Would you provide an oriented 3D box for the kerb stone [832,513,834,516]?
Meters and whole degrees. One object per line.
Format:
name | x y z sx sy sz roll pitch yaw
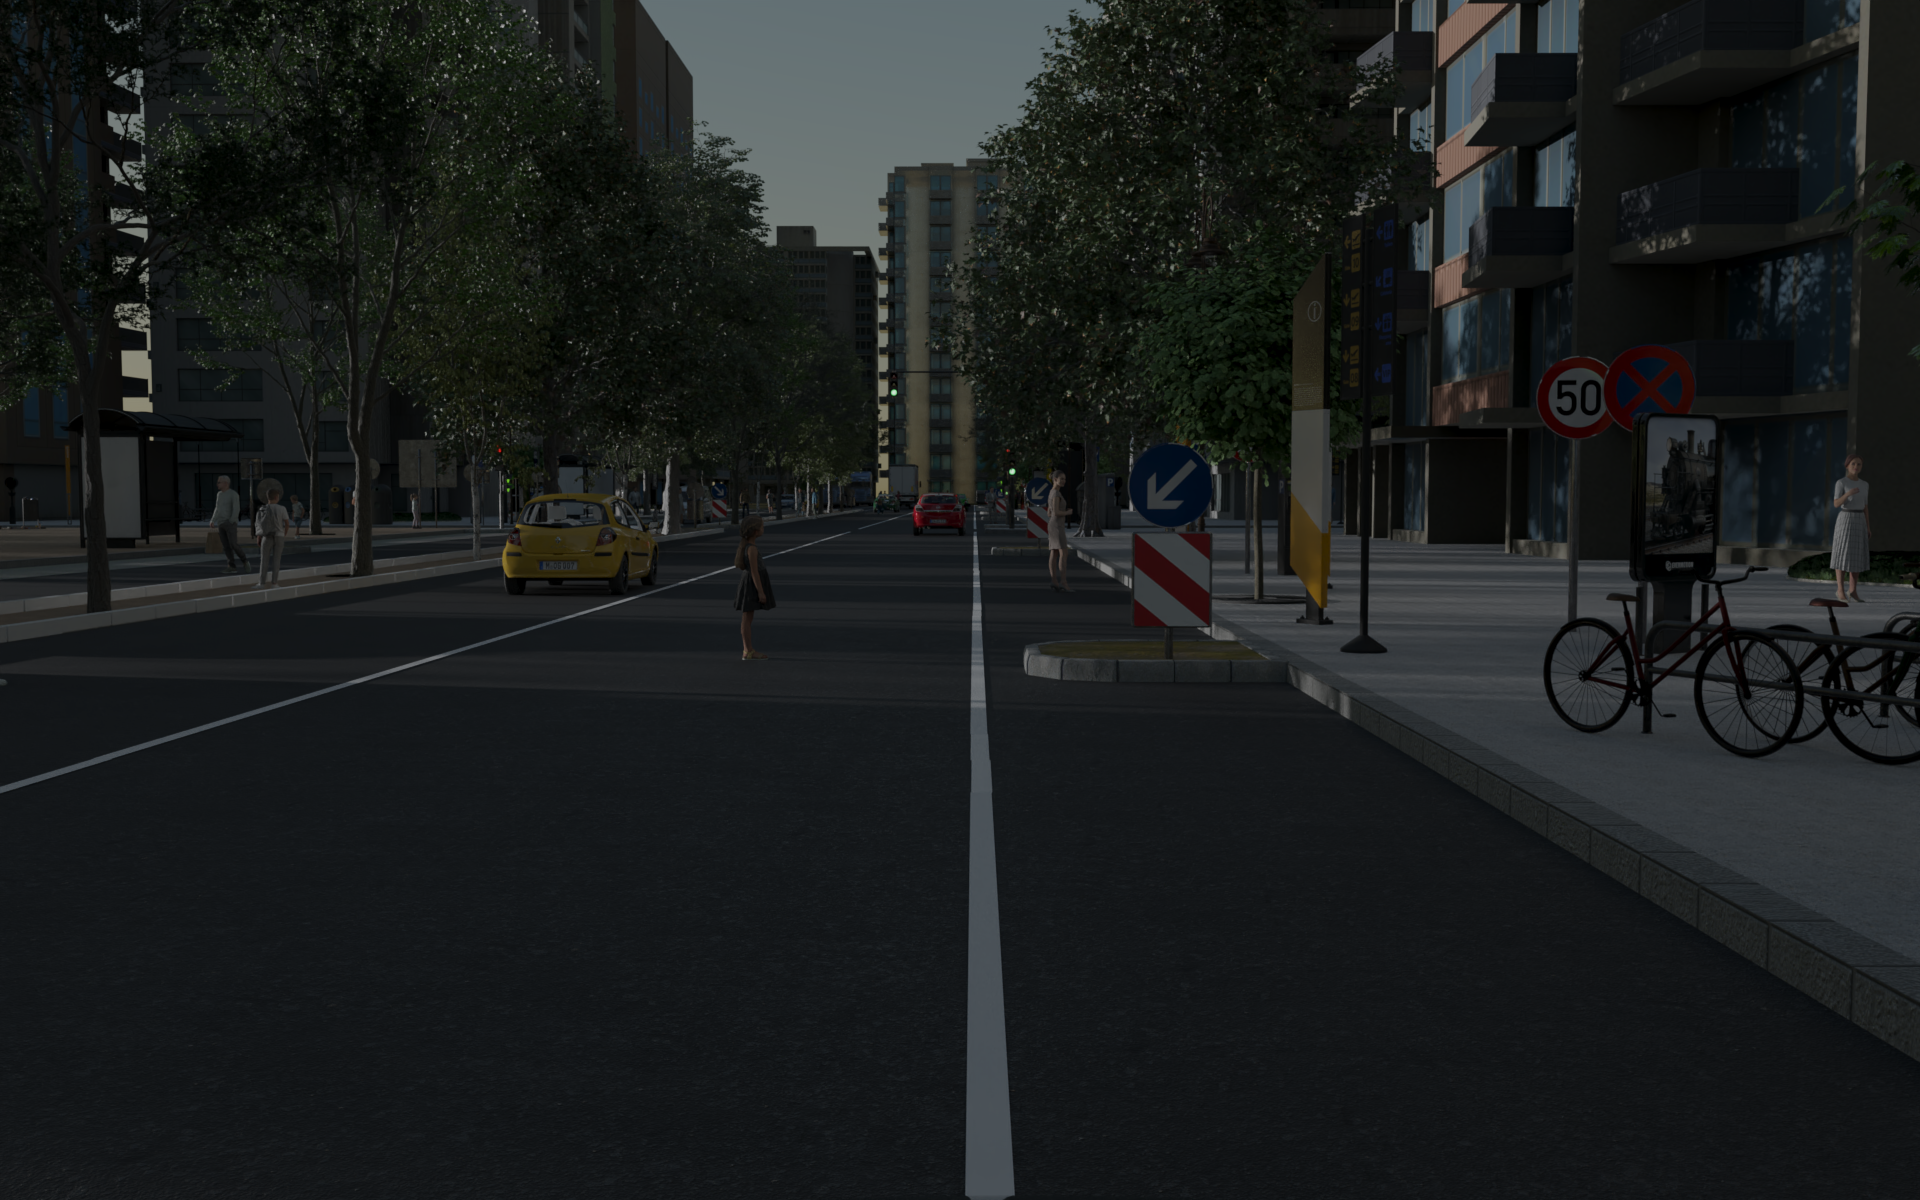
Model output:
kerb stone | -8.514 -5.562 113.173 0.120 0.150 1.000 0 4 0

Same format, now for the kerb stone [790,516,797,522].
kerb stone | -8.700 -4.123 89.612 0.120 0.150 1.000 0 4 0

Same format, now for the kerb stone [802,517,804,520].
kerb stone | -8.671 -4.374 93.715 0.120 0.150 1.000 0 4 0

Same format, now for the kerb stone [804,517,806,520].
kerb stone | -8.663 -4.437 94.738 0.120 0.150 1.000 0 4 0

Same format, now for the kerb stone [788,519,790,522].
kerb stone | -8.731 -3.936 86.542 0.120 0.150 1.000 0 4 0

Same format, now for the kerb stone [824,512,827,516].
kerb stone | -8.553 -5.251 108.054 0.120 0.150 1.000 0 4 0

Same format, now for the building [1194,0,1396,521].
building | 19.496 -19.317 87.540 14.107 30.474 14.160 0 4 0

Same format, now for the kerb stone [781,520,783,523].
kerb stone | -8.754 -3.743 83.466 0.120 0.150 1.000 0 4 0

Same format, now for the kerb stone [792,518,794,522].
kerb stone | -8.709 -4.061 88.590 0.120 0.150 1.000 0 4 0

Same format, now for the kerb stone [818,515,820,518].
kerb stone | -8.595 -4.939 102.942 0.120 0.150 1.000 0 4 0

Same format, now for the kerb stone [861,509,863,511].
kerb stone | -8.271 -7.320 141.882 0.120 0.150 1.000 0 4 0

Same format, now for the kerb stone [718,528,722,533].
kerb stone | -8.920 -2.518 63.368 0.120 0.150 1.000 0 4 0

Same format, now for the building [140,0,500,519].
building | -33.792 -19.675 93.383 14.160 30.474 14.107 0 4 0

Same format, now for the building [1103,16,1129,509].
building | 23.774 -32.740 158.999 21.300 48.544 21.600 0 4 0

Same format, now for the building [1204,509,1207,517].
building | 20.212 -25.674 103.363 14.154 41.232 14.086 0 4 0

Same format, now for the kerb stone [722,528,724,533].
kerb stone | -8.912 -2.581 64.391 0.120 0.150 1.000 0 4 0

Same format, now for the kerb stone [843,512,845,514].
kerb stone | -8.426 -6.127 122.408 0.120 0.150 1.000 0 4 0

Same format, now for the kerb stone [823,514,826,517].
kerb stone | -8.559 -5.188 107.032 0.120 0.150 1.000 0 4 0

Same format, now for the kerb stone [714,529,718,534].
kerb stone | -8.931 -2.456 62.346 0.120 0.150 1.000 0 4 0

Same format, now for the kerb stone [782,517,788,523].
kerb stone | -8.732 -3.873 85.520 0.120 0.150 1.000 0 4 0

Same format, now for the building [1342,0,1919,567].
building | 21.569 -23.600 40.480 22.147 44.769 28.867 0 4 0

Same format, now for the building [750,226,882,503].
building | -24.051 -34.363 253.716 23.993 40.220 32.217 0 4 0

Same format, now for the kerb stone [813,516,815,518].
kerb stone | -8.613 -4.751 99.872 0.120 0.150 1.000 0 4 0

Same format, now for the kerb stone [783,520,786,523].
kerb stone | -8.749 -3.807 84.498 0.120 0.150 1.000 0 4 0

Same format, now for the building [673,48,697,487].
building | -33.914 -31.737 169.018 14.600 45.320 14.200 0 4 0

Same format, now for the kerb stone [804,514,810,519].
kerb stone | -8.639 -4.563 96.798 0.120 0.150 1.000 0 4 0

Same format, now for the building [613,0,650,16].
building | -34.204 -30.843 154.389 14.600 45.320 14.200 0 4 0

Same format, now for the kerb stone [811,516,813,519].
kerb stone | -8.621 -4.688 98.845 0.120 0.150 1.000 0 4 0

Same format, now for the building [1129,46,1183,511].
building | 23.652 -36.080 131.902 21.231 58.520 28.212 0 4 0

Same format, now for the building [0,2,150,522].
building | -50.654 -26.600 85.025 14.200 45.320 14.600 0 4 0

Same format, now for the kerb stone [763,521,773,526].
kerb stone | -8.790 -3.490 79.372 0.120 0.150 1.000 0 4 0

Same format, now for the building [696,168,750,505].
building | -38.643 -31.038 199.357 23.993 40.220 32.217 0 4 0

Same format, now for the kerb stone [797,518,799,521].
kerb stone | -8.689 -4.186 90.638 0.120 0.150 1.000 0 4 0

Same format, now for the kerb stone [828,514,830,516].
kerb stone | -8.539 -5.368 110.102 0.120 0.150 1.000 0 4 0

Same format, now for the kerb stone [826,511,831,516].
kerb stone | -8.522 -5.439 111.124 0.120 0.150 1.000 0 4 0

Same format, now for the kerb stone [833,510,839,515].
kerb stone | -8.473 -5.815 117.276 0.120 0.150 1.000 0 4 0

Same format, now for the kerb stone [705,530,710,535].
kerb stone | -8.942 -2.330 60.299 0.120 0.150 1.000 0 4 0

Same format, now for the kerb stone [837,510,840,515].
kerb stone | -8.475 -5.878 118.302 0.120 0.150 1.000 0 4 0

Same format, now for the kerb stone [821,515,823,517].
kerb stone | -8.573 -5.061 104.988 0.120 0.150 1.000 0 4 0

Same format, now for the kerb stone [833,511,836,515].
kerb stone | -8.490 -5.690 115.223 0.120 0.150 1.000 0 4 0

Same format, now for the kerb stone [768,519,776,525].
kerb stone | -8.781 -3.559 80.394 0.120 0.150 1.000 0 4 0

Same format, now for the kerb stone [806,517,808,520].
kerb stone | -8.650 -4.500 95.764 0.120 0.150 1.000 0 4 0

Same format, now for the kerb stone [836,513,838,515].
kerb stone | -8.481 -5.753 116.253 0.120 0.150 1.000 0 4 0

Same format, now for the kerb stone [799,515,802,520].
kerb stone | -8.680 -4.311 92.693 0.120 0.150 1.000 0 4 0

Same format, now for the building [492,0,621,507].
building | -32.150 -26.708 120.267 14.154 41.232 14.086 0 4 0

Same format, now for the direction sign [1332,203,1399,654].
direction sign | 3.285 -1.345 13.989 0.379 3.537 0.876 -1 4 -15

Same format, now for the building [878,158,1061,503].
building | 3.753 -38.537 249.693 30.456 49.044 23.786 0 4 0

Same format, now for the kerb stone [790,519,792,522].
kerb stone | -8.717 -3.998 87.564 0.120 0.150 1.000 0 4 0

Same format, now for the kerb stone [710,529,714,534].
kerb stone | -8.936 -2.389 61.324 0.120 0.150 1.000 0 4 0

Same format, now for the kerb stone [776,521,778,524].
kerb stone | -8.768 -3.622 81.416 0.120 0.150 1.000 0 4 0

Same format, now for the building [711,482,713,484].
building | -43.171 -29.037 246.461 14.107 30.474 14.160 0 4 0

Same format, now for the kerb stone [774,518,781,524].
kerb stone | -8.759 -3.685 82.443 0.120 0.150 1.000 0 4 0
